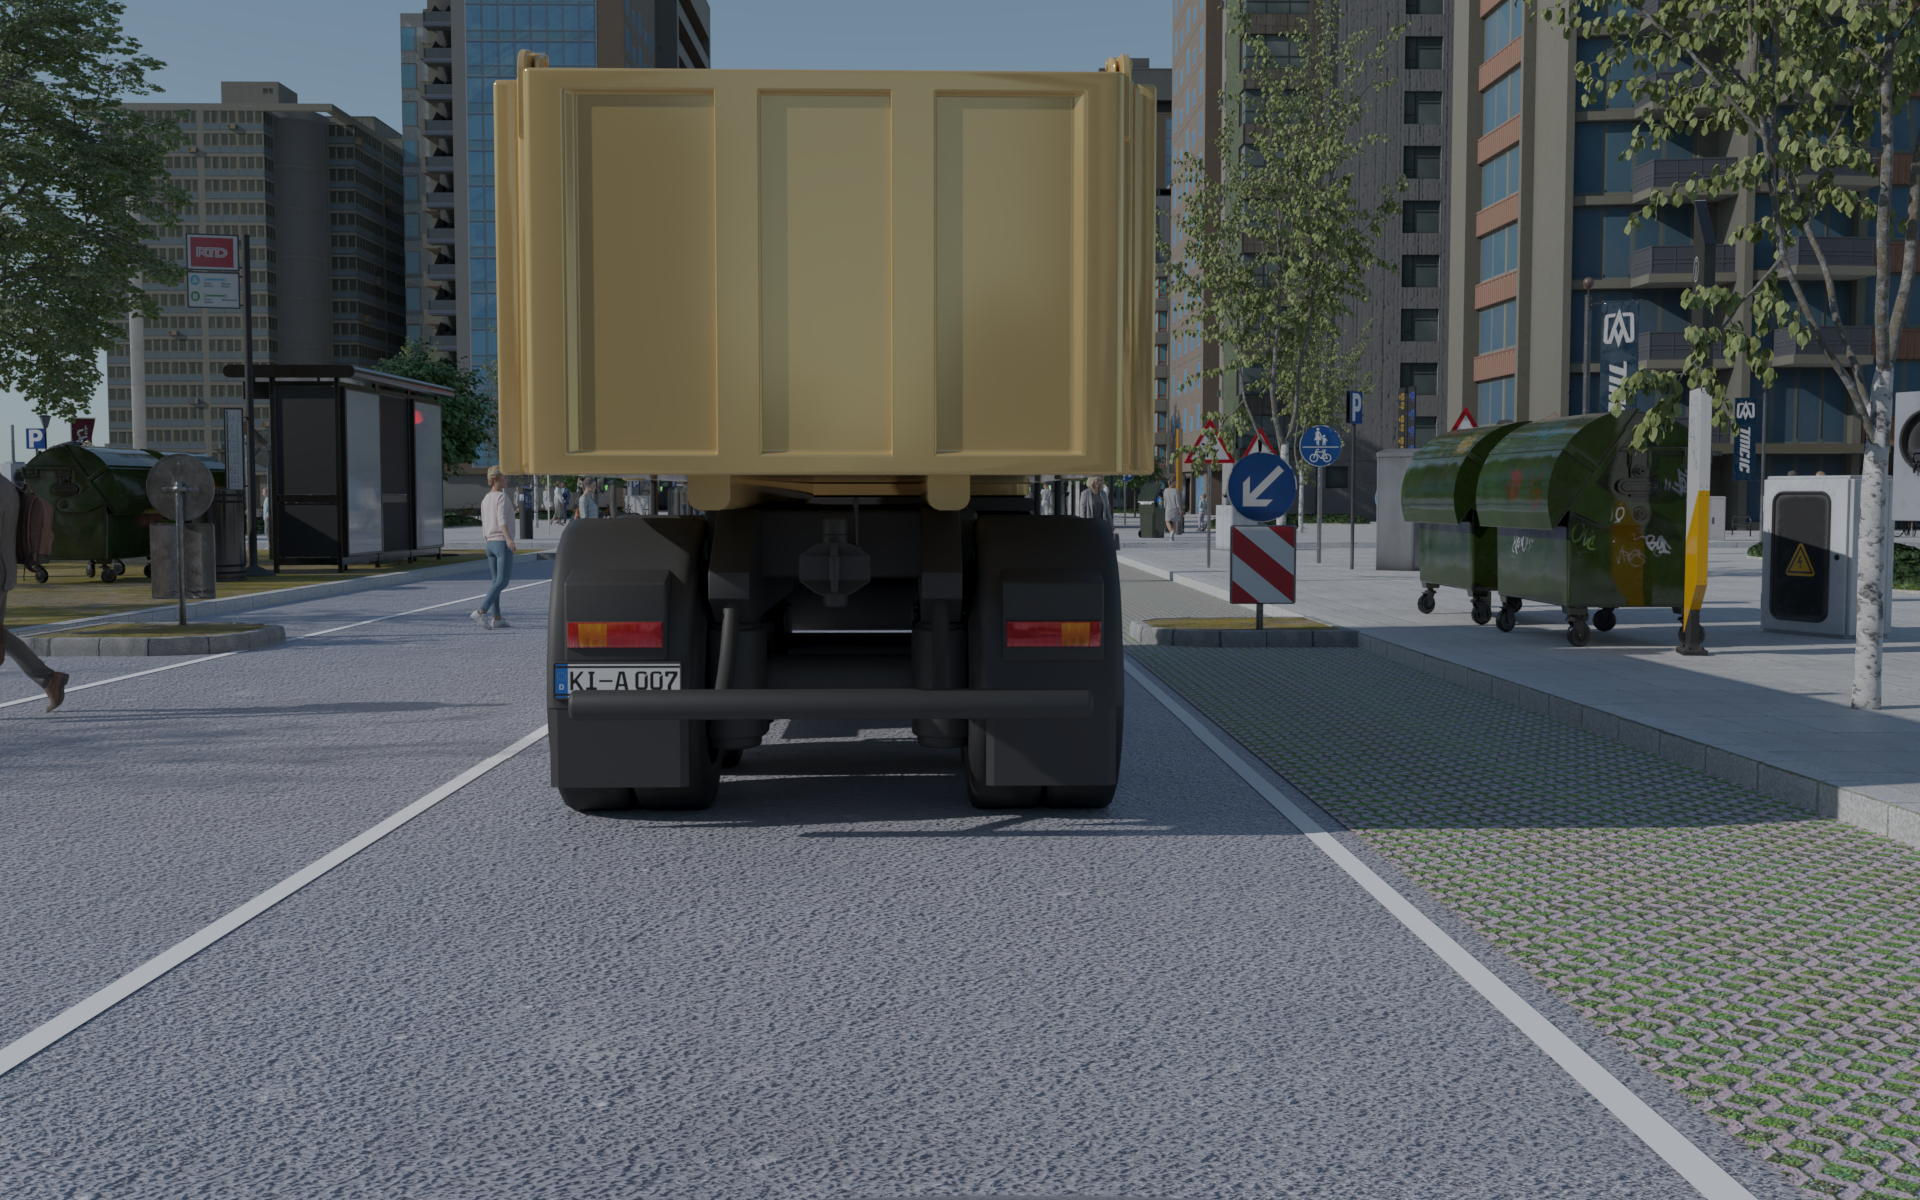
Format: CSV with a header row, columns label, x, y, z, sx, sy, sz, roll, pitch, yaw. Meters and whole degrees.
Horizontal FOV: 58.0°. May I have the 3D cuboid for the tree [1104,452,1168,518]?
label,x,y,z,sx,sy,sz,roll,pitch,yaw
tree,9.509,-6.788,94.693,4.285,4.588,4.351,0,3,0

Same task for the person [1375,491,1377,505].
label,x,y,z,sx,sy,sz,roll,pitch,yaw
person,16.607,-3.783,68.244,0.601,1.785,0.444,-1,4,-12

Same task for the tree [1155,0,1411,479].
label,x,y,z,sx,sy,sz,roll,pitch,yaw
tree,4.722,-4.599,25.555,4.737,8.622,4.395,0,3,0

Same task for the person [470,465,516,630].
label,x,y,z,sx,sy,sz,roll,pitch,yaw
person,-4.956,-0.566,18.419,0.731,1.740,0.598,3,4,36

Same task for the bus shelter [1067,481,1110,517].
label,x,y,z,sx,sy,sz,roll,pitch,yaw
bus shelter,5.234,-5.553,68.427,2.179,5.291,8.768,0,4,-1

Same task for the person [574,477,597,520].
label,x,y,z,sx,sy,sz,roll,pitch,yaw
person,-5.958,-1.122,27.841,0.522,1.701,0.512,0,4,5

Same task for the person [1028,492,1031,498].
label,x,y,z,sx,sy,sz,roll,pitch,yaw
person,4.176,-6.161,106.882,0.679,1.850,0.850,1,4,12

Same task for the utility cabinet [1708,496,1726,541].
label,x,y,z,sx,sy,sz,roll,pitch,yaw
utility cabinet,20.552,-2.241,47.794,1.020,1.237,0.306,1,4,15

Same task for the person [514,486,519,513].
label,x,y,z,sx,sy,sz,roll,pitch,yaw
person,-25.128,-5.604,98.411,0.760,1.731,0.466,2,4,27

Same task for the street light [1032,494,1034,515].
label,x,y,z,sx,sy,sz,roll,pitch,yaw
street light,3.037,-6.868,84.825,1.470,5.913,1.316,0,4,-1

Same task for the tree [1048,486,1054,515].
label,x,y,z,sx,sy,sz,roll,pitch,yaw
tree,4.586,-9.787,78.146,7.486,12.596,7.792,0,3,0

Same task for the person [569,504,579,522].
label,x,y,z,sx,sy,sz,roll,pitch,yaw
person,-7.241,-1.193,32.687,0.352,1.250,0.332,3,5,42

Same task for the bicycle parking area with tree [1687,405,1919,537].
label,x,y,z,sx,sy,sz,roll,pitch,yaw
bicycle parking area with tree,25.920,-4.149,54.842,8.231,4.147,9.016,1,4,21

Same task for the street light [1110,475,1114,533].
label,x,y,z,sx,sy,sz,roll,pitch,yaw
street light,3.644,-4.597,47.694,1.470,5.913,1.316,0,4,-1

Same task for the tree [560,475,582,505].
label,x,y,z,sx,sy,sz,roll,pitch,yaw
tree,-21.217,-6.133,94.883,1.663,3.219,1.824,0,3,0

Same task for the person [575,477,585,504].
label,x,y,z,sx,sy,sz,roll,pitch,yaw
person,-13.857,-3.527,63.070,0.648,1.900,0.474,2,4,33

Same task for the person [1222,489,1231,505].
label,x,y,z,sx,sy,sz,roll,pitch,yaw
person,10.899,-3.904,70.056,0.661,1.801,0.590,3,5,43

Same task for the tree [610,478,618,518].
label,x,y,z,sx,sy,sz,roll,pitch,yaw
tree,-11.494,-7.557,57.963,8.767,10.594,7.601,0,4,5

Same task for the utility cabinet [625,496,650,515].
label,x,y,z,sx,sy,sz,roll,pitch,yaw
utility cabinet,-12.412,-3.411,66.932,1.020,1.237,0.306,1,4,21

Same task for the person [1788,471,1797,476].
label,x,y,z,sx,sy,sz,roll,pitch,yaw
person,18.892,-2.034,39.403,0.391,1.810,0.635,-1,4,-13

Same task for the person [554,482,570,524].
label,x,y,z,sx,sy,sz,roll,pitch,yaw
person,-17.191,-4.205,74.979,0.721,1.800,0.419,2,4,25

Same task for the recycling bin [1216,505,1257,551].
label,x,y,z,sx,sy,sz,roll,pitch,yaw
recycling bin,6.305,-1.645,39.446,0.722,1.027,0.722,-1,4,-22

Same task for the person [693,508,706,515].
label,x,y,z,sx,sy,sz,roll,pitch,yaw
person,-11.655,-4.044,77.664,1.012,1.151,0.738,-2,4,-34

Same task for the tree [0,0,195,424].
label,x,y,z,sx,sy,sz,roll,pitch,yaw
tree,-17.729,-6.942,31.622,7.486,12.596,7.792,0,3,0

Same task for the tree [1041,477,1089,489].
label,x,y,z,sx,sy,sz,roll,pitch,yaw
tree,4.441,-6.619,91.927,4.285,4.588,4.351,0,3,0

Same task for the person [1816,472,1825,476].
label,x,y,z,sx,sy,sz,roll,pitch,yaw
person,19.064,-1.952,38.309,0.624,1.780,0.694,2,4,24

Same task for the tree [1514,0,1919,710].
label,x,y,z,sx,sy,sz,roll,pitch,yaw
tree,5.327,-3.667,10.316,4.737,8.622,4.395,0,3,0

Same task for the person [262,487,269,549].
label,x,y,z,sx,sy,sz,roll,pitch,yaw
person,-17.512,-2.052,43.865,0.330,1.601,0.589,-1,4,-11

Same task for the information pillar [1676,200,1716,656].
label,x,y,z,sx,sy,sz,roll,pitch,yaw
information pillar,5.848,-1.366,13.695,0.183,3.616,0.504,1,4,13

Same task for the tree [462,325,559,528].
label,x,y,z,sx,sy,sz,roll,pitch,yaw
tree,-15.876,-7.053,65.684,4.737,8.622,4.395,0,3,0

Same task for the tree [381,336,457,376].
label,x,y,z,sx,sy,sz,roll,pitch,yaw
tree,-25.333,-8.030,81.645,4.737,8.622,4.395,0,3,0

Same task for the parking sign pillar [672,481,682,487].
label,x,y,z,sx,sy,sz,roll,pitch,yaw
parking sign pillar,-13.998,-6.037,87.174,1.447,3.967,1.447,-2,4,-35

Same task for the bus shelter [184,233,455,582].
label,x,y,z,sx,sy,sz,roll,pitch,yaw
bus shelter,-10.861,-3.170,29.455,2.179,5.291,8.768,0,4,-1

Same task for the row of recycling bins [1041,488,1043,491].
label,x,y,z,sx,sy,sz,roll,pitch,yaw
row of recycling bins,4.716,-6.878,119.574,3.534,1.692,1.069,-3,4,-37

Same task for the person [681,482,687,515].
label,x,y,z,sx,sy,sz,roll,pitch,yaw
person,-10.596,-3.742,67.128,0.656,1.842,0.836,2,4,29

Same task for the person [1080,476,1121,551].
label,x,y,z,sx,sy,sz,roll,pitch,yaw
person,2.242,-1.191,28.148,0.709,1.800,0.728,-1,4,-23

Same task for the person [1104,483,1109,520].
label,x,y,z,sx,sy,sz,roll,pitch,yaw
person,5.274,-3.480,62.811,0.818,1.842,0.514,-2,4,-33

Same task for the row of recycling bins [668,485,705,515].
label,x,y,z,sx,sy,sz,roll,pitch,yaw
row of recycling bins,-13.411,-4.682,83.663,1.069,1.692,3.534,-1,4,-22

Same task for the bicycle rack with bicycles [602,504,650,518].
label,x,y,z,sx,sy,sz,roll,pitch,yaw
bicycle rack with bicycles,-11.992,-2.909,60.943,2.925,0.926,2.852,-1,4,-8

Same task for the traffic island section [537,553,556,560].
label,x,y,z,sx,sy,sz,roll,pitch,yaw
traffic island section,-8.230,-1.026,39.055,2.009,0.180,2.903,0,4,-1

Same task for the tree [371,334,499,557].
label,x,y,z,sx,sy,sz,roll,pitch,yaw
tree,-11.203,-3.181,35.727,4.285,4.588,4.351,0,3,0

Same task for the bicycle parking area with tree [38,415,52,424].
label,x,y,z,sx,sy,sz,roll,pitch,yaw
bicycle parking area with tree,-35.776,-4.617,62.484,8.231,4.147,9.016,0,4,7

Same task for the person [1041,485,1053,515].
label,x,y,z,sx,sy,sz,roll,pitch,yaw
person,3.633,-4.132,73.955,0.694,1.780,0.624,1,4,10

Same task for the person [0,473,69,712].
label,x,y,z,sx,sy,sz,roll,pitch,yaw
person,-6.129,-0.156,11.012,0.822,1.834,0.622,-2,4,-32

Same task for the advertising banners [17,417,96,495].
label,x,y,z,sx,sy,sz,roll,pitch,yaw
advertising banners,-20.762,-2.643,39.398,2.074,3.025,0.090,-1,4,-17

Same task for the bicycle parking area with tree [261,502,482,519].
label,x,y,z,sx,sy,sz,roll,pitch,yaw
bicycle parking area with tree,-24.638,-5.364,74.708,8.231,4.147,9.016,2,4,33

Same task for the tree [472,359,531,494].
label,x,y,z,sx,sy,sz,roll,pitch,yaw
tree,-24.823,-8.783,93.960,4.360,8.622,3.978,0,3,0

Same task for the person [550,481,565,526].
label,x,y,z,sx,sy,sz,roll,pitch,yaw
person,-16.326,-3.907,70.151,0.641,1.798,0.478,-1,4,-10

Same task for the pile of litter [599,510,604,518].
label,x,y,z,sx,sy,sz,roll,pitch,yaw
pile of litter,-11.326,-2.521,55.178,1.176,0.858,1.719,0,4,-4

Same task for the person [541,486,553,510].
label,x,y,z,sx,sy,sz,roll,pitch,yaw
person,-25.262,-6.096,106.073,0.694,1.780,0.624,2,4,24

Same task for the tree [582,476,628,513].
label,x,y,z,sx,sy,sz,roll,pitch,yaw
tree,-16.939,-6.126,83.876,4.285,4.588,4.351,0,3,0

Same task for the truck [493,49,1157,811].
label,x,y,z,sx,sy,sz,roll,pitch,yaw
truck,-0.646,-0.951,11.477,3.469,3.379,9.791,0,4,-2
